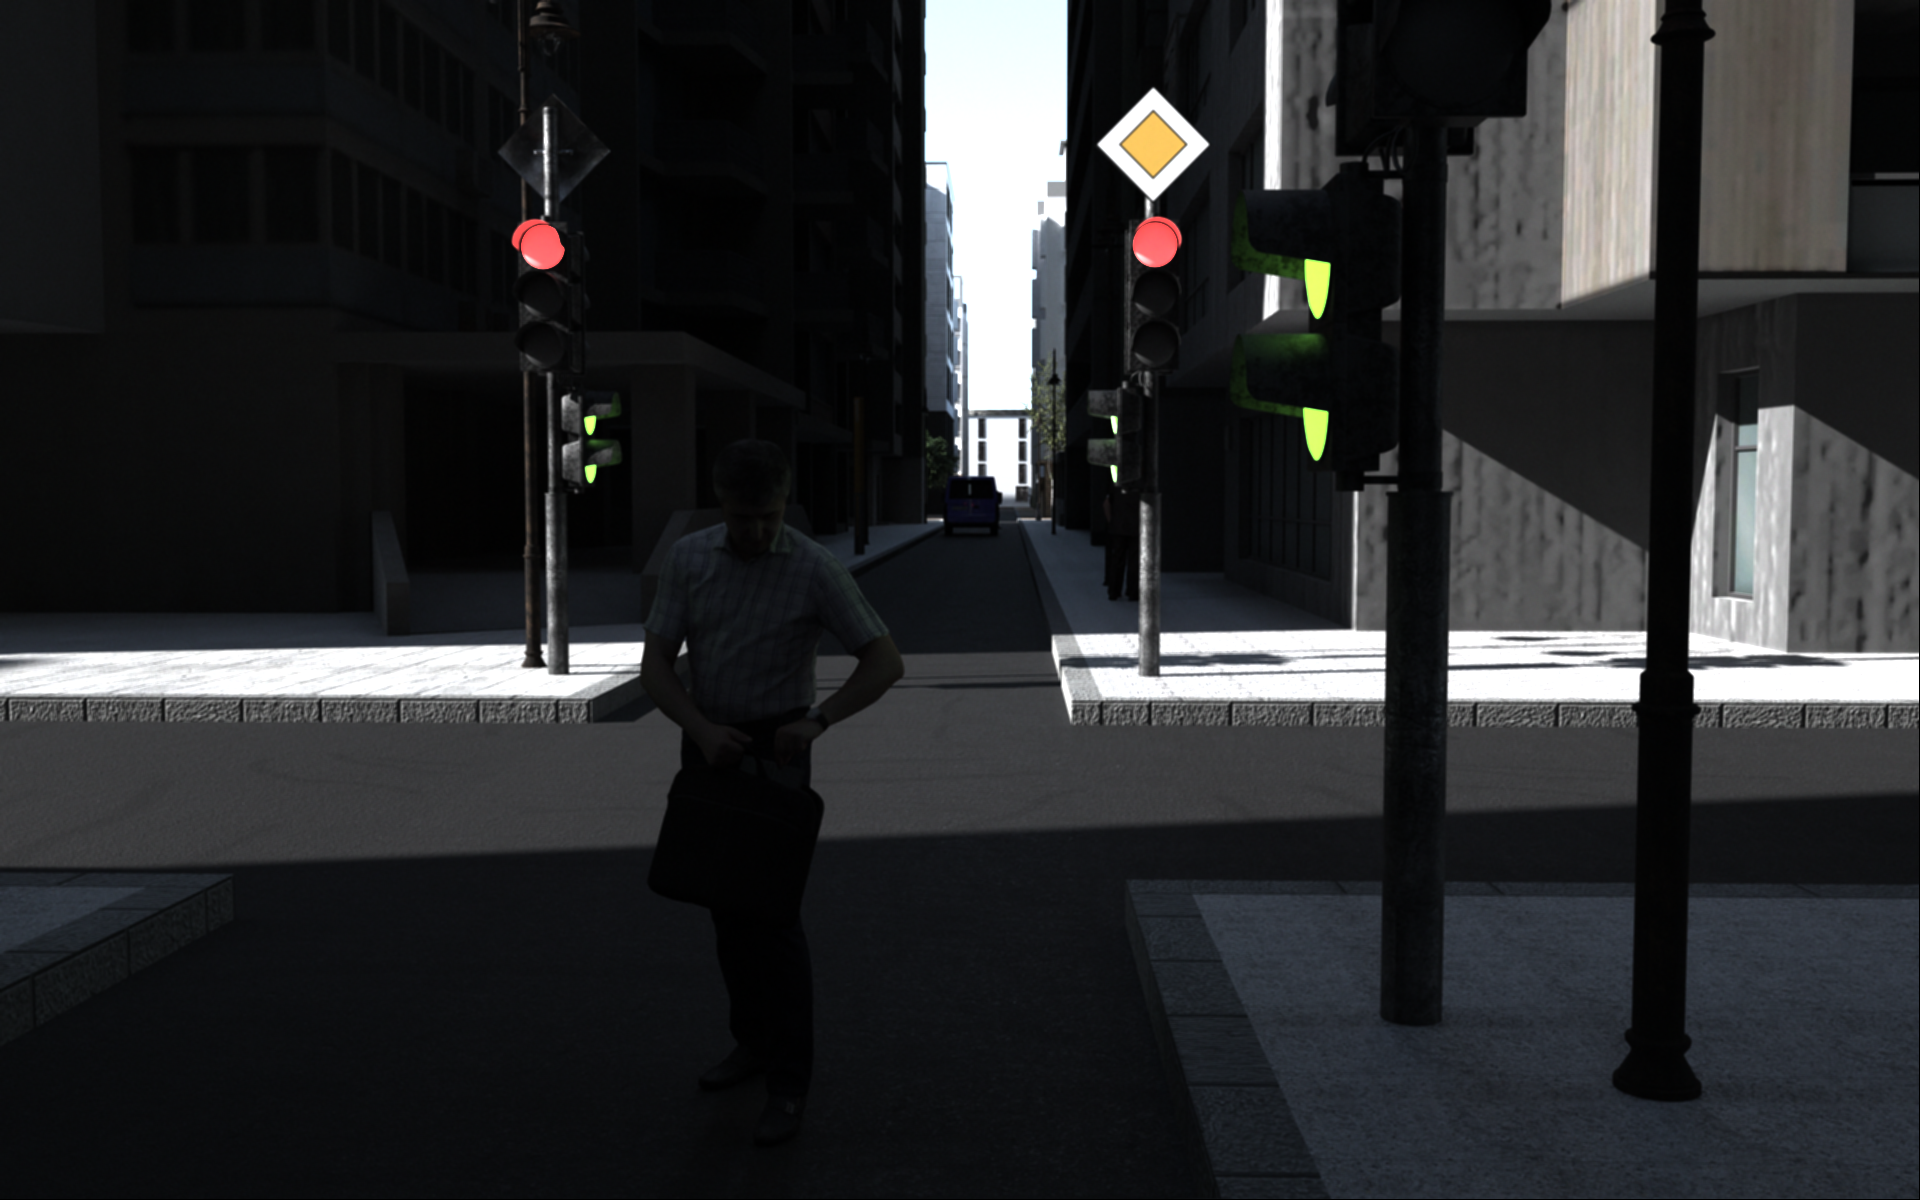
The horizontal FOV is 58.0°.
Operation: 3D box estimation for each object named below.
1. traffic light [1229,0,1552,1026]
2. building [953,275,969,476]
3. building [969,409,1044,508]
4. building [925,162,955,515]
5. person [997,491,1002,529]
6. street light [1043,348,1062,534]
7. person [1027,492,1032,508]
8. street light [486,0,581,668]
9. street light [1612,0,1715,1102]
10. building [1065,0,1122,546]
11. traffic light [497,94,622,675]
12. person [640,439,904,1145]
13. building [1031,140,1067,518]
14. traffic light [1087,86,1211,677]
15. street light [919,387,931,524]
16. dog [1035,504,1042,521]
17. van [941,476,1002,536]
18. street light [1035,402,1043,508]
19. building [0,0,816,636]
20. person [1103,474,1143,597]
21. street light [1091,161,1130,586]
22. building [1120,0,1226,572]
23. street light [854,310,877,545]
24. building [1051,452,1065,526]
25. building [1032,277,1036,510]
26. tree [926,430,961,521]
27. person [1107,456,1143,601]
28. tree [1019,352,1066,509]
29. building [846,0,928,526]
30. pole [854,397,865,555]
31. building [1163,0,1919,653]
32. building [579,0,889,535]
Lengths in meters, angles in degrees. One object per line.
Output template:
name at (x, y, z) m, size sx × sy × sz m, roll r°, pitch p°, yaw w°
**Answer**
traffic light at (1.088, -0.930, 4.132) m, size 0.839 × 4.253 × 0.868 m, roll 0°, pitch 4°, yaw 2°
building at (-4.995, -18.332, 156.146) m, size 11.380 × 20.091 × 16.016 m, roll 0°, pitch 4°, yaw 2°
building at (11.228, -14.277, 175.579) m, size 28.070 × 9.664 × 9.099 m, roll 0°, pitch 4°, yaw 2°
building at (-14.808, -15.966, 105.023) m, size 27.936 × 21.610 × 32.646 m, roll 0°, pitch 4°, yaw 2°
person at (1.512, -3.738, 71.675) m, size 0.319 × 1.574 × 0.516 m, roll -2°, pitch 4°, yaw -30°
street light at (2.993, -5.035, 55.110) m, size 0.468 × 5.910 × 1.993 m, roll 0°, pitch 4°, yaw 2°
person at (6.768, -9.628, 166.714) m, size 0.742 × 1.727 × 0.445 m, roll 1°, pitch 4°, yaw 18°
street light at (-3.164, -2.440, 12.683) m, size 0.468 × 5.910 × 1.993 m, roll 0°, pitch 4°, yaw 2°
street light at (1.505, -1.882, 3.564) m, size 0.468 × 5.910 × 1.993 m, roll 0°, pitch 4°, yaw 2°
building at (14.215, -26.166, 51.522) m, size 21.300 × 48.544 × 21.600 m, roll 0°, pitch 4°, yaw 2°
traffic light at (-2.842, -1.425, 12.218) m, size 0.839 × 4.253 × 0.868 m, roll 0°, pitch 4°, yaw 2°
person at (-0.437, 0.410, 4.005) m, size 0.614 × 1.554 × 0.590 m, roll 1°, pitch 4°, yaw 12°
building at (12.085, -14.790, 98.231) m, size 16.016 × 20.091 × 11.380 m, roll 0°, pitch 4°, yaw 2°
traffic light at (1.318, -1.419, 12.114) m, size 0.839 × 4.253 × 0.868 m, roll 0°, pitch 4°, yaw 2°
street light at (-1.494, -6.251, 74.996) m, size 0.468 × 5.910 × 1.993 m, roll 0°, pitch 4°, yaw 2°
dog at (3.682, -4.219, 83.362) m, size 0.513 × 0.831 × 0.800 m, roll 2°, pitch 4°, yaw 35°
van at (0.406, -3.494, 61.515) m, size 2.240 × 2.365 × 5.245 m, roll 0°, pitch 4°, yaw 0°
street light at (3.975, -6.977, 86.864) m, size 0.468 × 5.910 × 1.993 m, roll 0°, pitch 4°, yaw 2°
building at (-18.874, -20.268, 23.258) m, size 32.217 × 40.220 × 23.993 m, roll 0°, pitch 4°, yaw 2°
person at (2.169, -0.900, 21.690) m, size 0.756 × 1.711 × 0.436 m, roll -1°, pitch 4°, yaw -12°
street light at (2.087, -3.139, 24.109) m, size 0.468 × 5.910 × 1.993 m, roll 0°, pitch 4°, yaw 2°
building at (10.127, -16.050, 34.123) m, size 14.160 × 30.474 × 14.107 m, roll 0°, pitch 4°, yaw 2°
street light at (-2.382, -4.343, 43.790) m, size 0.468 × 5.910 × 1.993 m, roll 0°, pitch 4°, yaw 2°
building at (20.279, -23.394, 74.366) m, size 32.217 × 40.220 × 23.993 m, roll 0°, pitch 4°, yaw 2°
building at (14.697, -17.197, 147.625) m, size 16.747 × 18.905 × 31.486 m, roll 0°, pitch 4°, yaw 2°
tree at (-1.655, -6.134, 84.000) m, size 4.285 × 4.588 × 4.351 m, roll 0°, pitch 3°, yaw 0°
person at (2.060, -0.867, 20.903) m, size 0.565 × 1.739 × 0.600 m, roll 0°, pitch 4°, yaw -4°
tree at (5.111, -8.581, 90.668) m, size 4.737 × 8.622 × 4.395 m, roll 0°, pitch 3°, yaw 0°
building at (-8.736, -18.355, 71.811) m, size 14.160 × 30.474 × 14.107 m, roll 0°, pitch 4°, yaw 2°
pole at (-2.130, -2.615, 36.600) m, size 0.158 × 3.312 × 0.155 m, roll 0°, pitch 3°, yaw 0°
building at (9.770, -20.449, 17.931) m, size 14.086 × 41.232 × 14.154 m, roll 0°, pitch 4°, yaw 2°
building at (-13.635, -24.143, 49.360) m, size 22.147 × 44.769 × 28.867 m, roll 0°, pitch 4°, yaw 2°
